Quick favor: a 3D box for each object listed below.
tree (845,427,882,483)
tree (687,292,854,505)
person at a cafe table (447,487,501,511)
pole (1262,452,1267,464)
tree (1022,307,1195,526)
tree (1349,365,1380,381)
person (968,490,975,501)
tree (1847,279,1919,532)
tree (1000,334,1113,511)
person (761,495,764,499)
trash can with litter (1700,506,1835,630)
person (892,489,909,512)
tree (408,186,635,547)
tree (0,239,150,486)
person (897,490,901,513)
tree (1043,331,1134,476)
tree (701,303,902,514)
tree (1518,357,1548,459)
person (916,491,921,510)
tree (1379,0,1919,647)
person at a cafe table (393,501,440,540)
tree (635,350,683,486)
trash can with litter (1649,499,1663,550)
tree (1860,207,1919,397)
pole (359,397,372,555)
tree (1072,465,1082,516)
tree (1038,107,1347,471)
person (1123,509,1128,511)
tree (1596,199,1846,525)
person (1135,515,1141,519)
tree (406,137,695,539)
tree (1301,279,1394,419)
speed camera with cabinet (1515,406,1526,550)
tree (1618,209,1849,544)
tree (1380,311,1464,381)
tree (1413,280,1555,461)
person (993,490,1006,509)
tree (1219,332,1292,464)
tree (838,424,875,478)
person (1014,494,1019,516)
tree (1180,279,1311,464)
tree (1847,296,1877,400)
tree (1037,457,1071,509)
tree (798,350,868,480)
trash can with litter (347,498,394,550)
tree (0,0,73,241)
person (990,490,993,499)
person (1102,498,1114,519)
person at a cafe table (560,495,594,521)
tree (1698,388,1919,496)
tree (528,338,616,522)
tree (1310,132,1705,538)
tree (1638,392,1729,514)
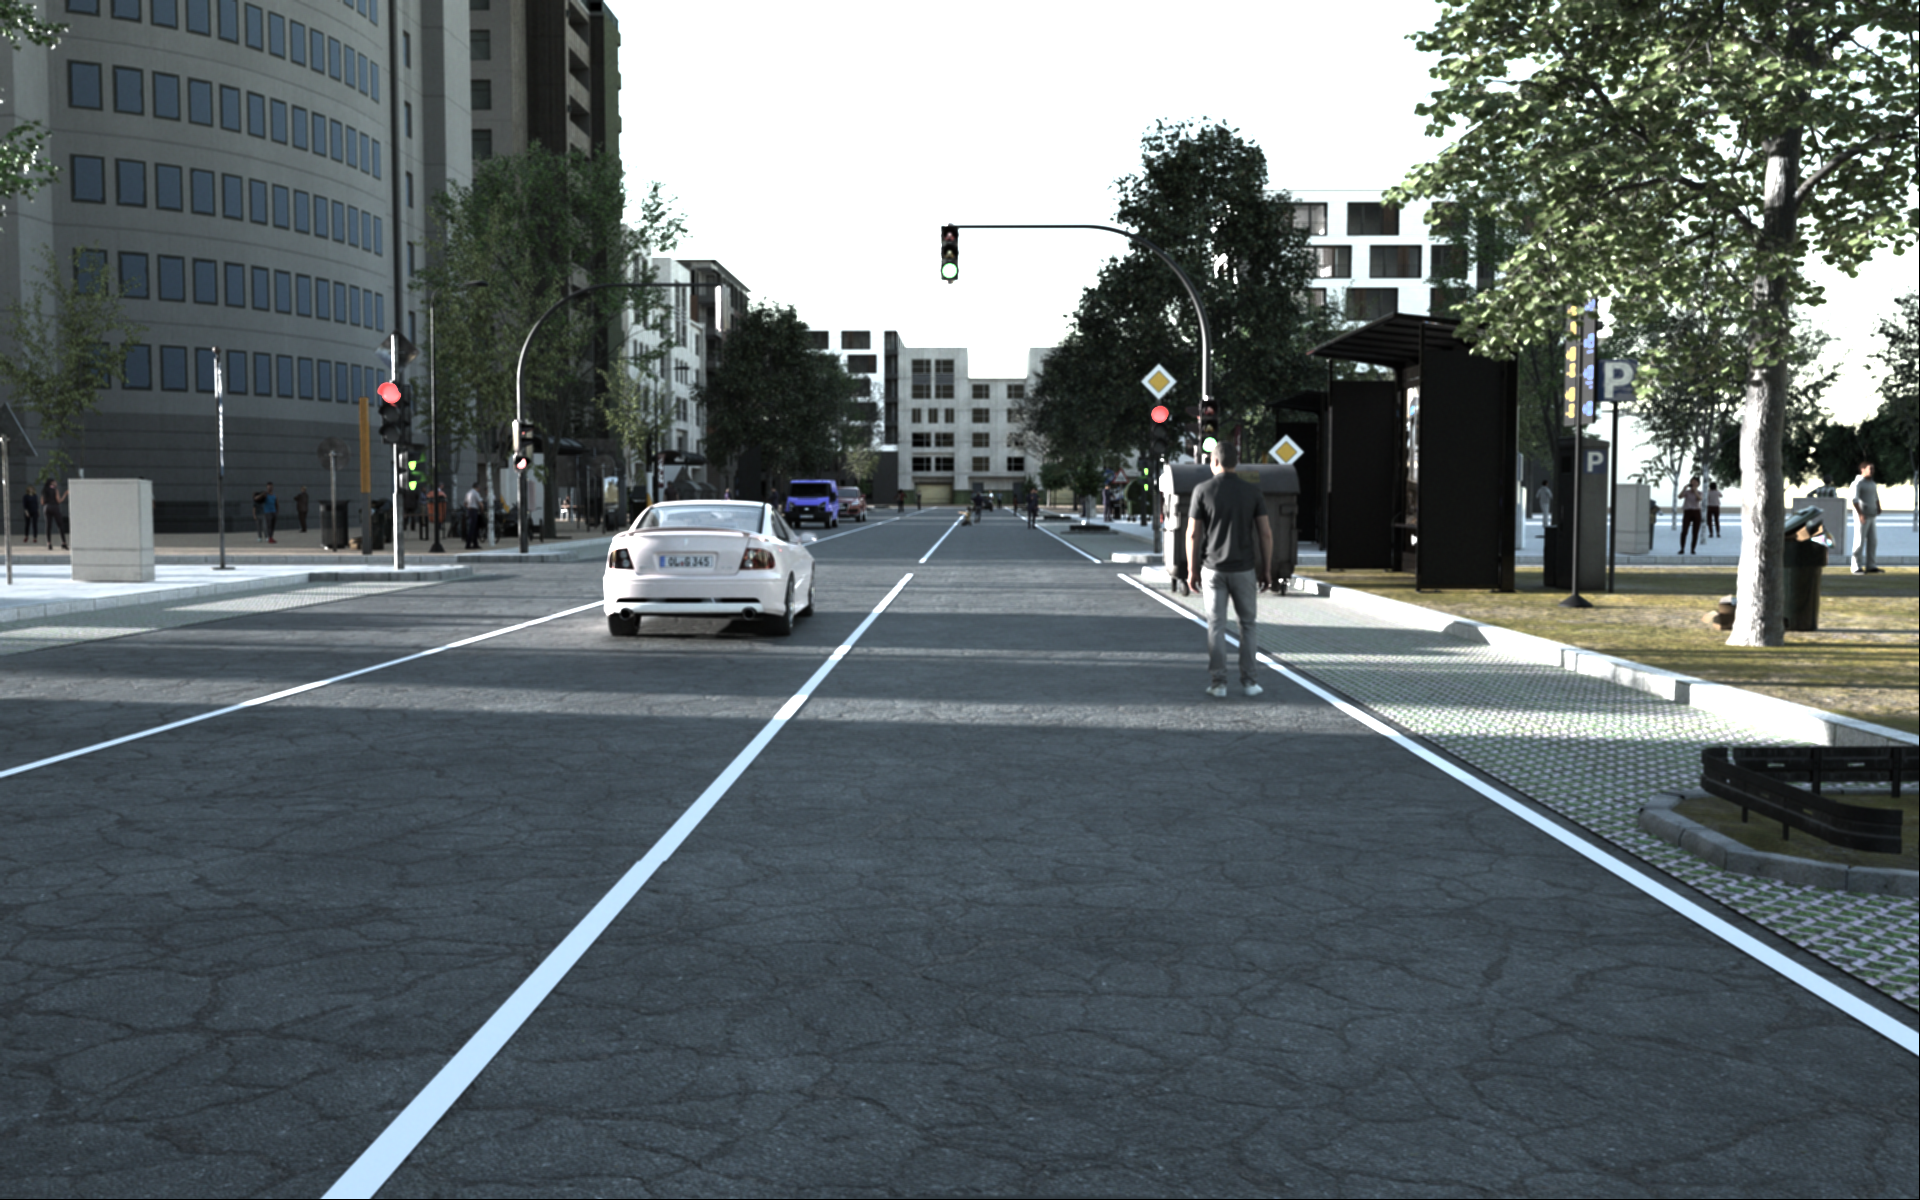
[{"bbox_3d":[-10.413,-14.321,184.513,4.737,8.622,4.395,0,3,0],"label":"tree"},{"bbox_3d":[-10.876,-11.109,98.632,9.611,12.733,9.660,0,3,0],"label":"tree"},{"bbox_3d":[-17.099,-3.252,61.681,1.622,1.524,1.698,-3,5,-43],"label":"person at a cafe table"},{"bbox_3d":[10.302,-3.961,58.608,0.158,3.312,0.155,0,3,0],"label":"pole"},{"bbox_3d":[7.100,-8.235,69.050,7.601,10.594,8.767,-3,4,-38],"label":"tree"},{"bbox_3d":[19.109,-7.696,76.184,4.360,8.622,3.978,0,3,0],"label":"tree"},{"bbox_3d":[1.241,-9.666,166.615,0.705,1.814,1.350,-2,4,-30],"label":"person"},{"bbox_3d":[32.549,-6.623,58.644,4.360,8.622,3.978,0,3,0],"label":"tree"},{"bbox_3d":[8.607,-13.479,130.756,12.009,13.543,11.850,0,3,0],"label":"tree"},{"bbox_3d":[-15.906,-7.864,134.613,1.348,1.824,0.705,-1,4,-21],"label":"person"},{"bbox_3d":[7.596,-0.300,16.298,1.055,1.170,0.624,1,4,11],"label":"trash can with litter"},{"bbox_3d":[-4.689,-7.897,137.556,1.348,1.831,0.705,-1,4,-14],"label":"person"},{"bbox_3d":[-11.265,-5.608,42.047,4.737,8.622,4.395,0,3,0],"label":"tree"},{"bbox_3d":[-25.428,-6.058,49.417,4.737,8.622,4.395,0,3,0],"label":"tree"},{"bbox_3d":[-4.801,-7.664,134.522,0.721,1.735,1.217,0,4,0],"label":"person"},{"bbox_3d":[8.854,-12.016,114.588,7.486,12.596,7.792,0,3,0],"label":"tree"},{"bbox_3d":[-11.576,-12.332,112.000,12.009,13.543,11.850,0,3,0],"label":"tree"},{"bbox_3d":[31.441,-10.242,101.871,7.601,10.594,8.767,0,4,-8],"label":"tree"},{"bbox_3d":[-3.832,-9.094,157.989,0.742,1.727,0.445,3,5,40],"label":"person"},{"bbox_3d":[7.230,-5.894,14.501,7.486,12.596,7.792,0,3,0],"label":"tree"},{"bbox_3d":[-15.577,-2.292,48.336,1.698,1.238,1.726,-2,4,-30],"label":"person at a cafe table"},{"bbox_3d":[-16.339,-8.375,87.301,4.737,8.622,4.395,0,3,0],"label":"tree"},{"bbox_3d":[15.495,-1.721,39.532,1.055,1.170,0.624,-3,4,-37],"label":"trash can with litter"},{"bbox_3d":[25.617,-6.559,41.656,7.601,10.594,8.767,1,4,11],"label":"tree"},{"bbox_3d":[-12.545,-2.613,36.559,0.158,3.312,0.155,0,3,0],"label":"pole"},{"bbox_3d":[7.542,-6.511,101.049,1.663,3.219,1.824,0,3,0],"label":"tree"},{"bbox_3d":[7.135,-8.239,51.713,9.611,12.733,9.660,0,3,0],"label":"tree"},{"bbox_3d":[12.475,-7.600,130.309,1.348,1.824,0.705,0,4,1],"label":"person"},{"bbox_3d":[30.879,-9.839,71.230,12.009,13.543,11.850,0,3,0],"label":"tree"},{"bbox_3d":[9.287,-4.966,90.477,0.776,1.435,0.726,0,4,-5],"label":"person"},{"bbox_3d":[-11.712,-7.577,49.638,9.928,11.665,9.643,0,3,0],"label":"tree"},{"bbox_3d":[12.683,-6.709,60.055,4.737,8.622,4.395,0,3,0],"label":"tree"},{"bbox_3d":[12.604,-2.776,39.729,0.660,3.252,2.038,1,4,23],"label":"speed camera with cabinet"},{"bbox_3d":[19.250,-5.730,44.052,4.360,8.622,3.978,0,3,0],"label":"tree"},{"bbox_3d":[19.158,-7.114,66.669,4.360,8.622,3.978,0,3,0],"label":"tree"},{"bbox_3d":[17.638,-6.640,58.926,4.737,8.622,4.395,0,3,0],"label":"tree"},{"bbox_3d":[3.826,-9.715,167.323,1.348,1.826,0.705,-1,4,-17],"label":"person"},{"bbox_3d":[18.253,-11.414,104.738,7.486,12.596,7.792,0,3,0],"label":"tree"},{"bbox_3d":[-10.403,-13.959,178.589,4.360,8.622,3.978,0,3,0],"label":"tree"},{"bbox_3d":[3.716,-6.332,115.282,0.557,1.426,1.065,-1,4,-11],"label":"person"},{"bbox_3d":[13.896,-9.554,81.958,9.928,11.665,9.643,0,3,0],"label":"tree"},{"bbox_3d":[25.728,-6.372,54.542,4.360,8.622,3.978,0,3,0],"label":"tree"},{"bbox_3d":[8.332,-10.363,153.145,4.285,4.588,4.351,0,3,0],"label":"tree"},{"bbox_3d":[-10.415,-12.265,126.292,9.928,11.665,9.643,0,3,0],"label":"tree"},{"bbox_3d":[-13.663,-1.735,39.748,1.055,1.170,0.624,2,4,32],"label":"trash can with litter"},{"bbox_3d":[-12.727,-5.591,17.172,9.928,11.665,9.643,0,3,0],"label":"tree"},{"bbox_3d":[3.285,-10.731,183.934,0.705,1.826,1.348,-1,4,-20],"label":"person"},{"bbox_3d":[7.662,-4.943,89.227,0.546,1.535,0.453,-2,4,-24],"label":"person"},{"bbox_3d":[-18.431,-4.420,83.131,1.726,1.238,1.698,2,4,31],"label":"person at a cafe table"},{"bbox_3d":[50.196,-8.523,102.251,11.467,7.101,20.602,2,4,26],"label":"tree"},{"bbox_3d":[-17.592,-7.822,78.253,4.360,8.622,3.978,0,3,0],"label":"tree"},{"bbox_3d":[17.354,-7.633,50.552,9.928,11.665,9.643,0,3,0],"label":"tree"},{"bbox_3d":[34.019,-8.047,81.928,4.737,8.622,4.395,0,3,0],"label":"tree"}]
